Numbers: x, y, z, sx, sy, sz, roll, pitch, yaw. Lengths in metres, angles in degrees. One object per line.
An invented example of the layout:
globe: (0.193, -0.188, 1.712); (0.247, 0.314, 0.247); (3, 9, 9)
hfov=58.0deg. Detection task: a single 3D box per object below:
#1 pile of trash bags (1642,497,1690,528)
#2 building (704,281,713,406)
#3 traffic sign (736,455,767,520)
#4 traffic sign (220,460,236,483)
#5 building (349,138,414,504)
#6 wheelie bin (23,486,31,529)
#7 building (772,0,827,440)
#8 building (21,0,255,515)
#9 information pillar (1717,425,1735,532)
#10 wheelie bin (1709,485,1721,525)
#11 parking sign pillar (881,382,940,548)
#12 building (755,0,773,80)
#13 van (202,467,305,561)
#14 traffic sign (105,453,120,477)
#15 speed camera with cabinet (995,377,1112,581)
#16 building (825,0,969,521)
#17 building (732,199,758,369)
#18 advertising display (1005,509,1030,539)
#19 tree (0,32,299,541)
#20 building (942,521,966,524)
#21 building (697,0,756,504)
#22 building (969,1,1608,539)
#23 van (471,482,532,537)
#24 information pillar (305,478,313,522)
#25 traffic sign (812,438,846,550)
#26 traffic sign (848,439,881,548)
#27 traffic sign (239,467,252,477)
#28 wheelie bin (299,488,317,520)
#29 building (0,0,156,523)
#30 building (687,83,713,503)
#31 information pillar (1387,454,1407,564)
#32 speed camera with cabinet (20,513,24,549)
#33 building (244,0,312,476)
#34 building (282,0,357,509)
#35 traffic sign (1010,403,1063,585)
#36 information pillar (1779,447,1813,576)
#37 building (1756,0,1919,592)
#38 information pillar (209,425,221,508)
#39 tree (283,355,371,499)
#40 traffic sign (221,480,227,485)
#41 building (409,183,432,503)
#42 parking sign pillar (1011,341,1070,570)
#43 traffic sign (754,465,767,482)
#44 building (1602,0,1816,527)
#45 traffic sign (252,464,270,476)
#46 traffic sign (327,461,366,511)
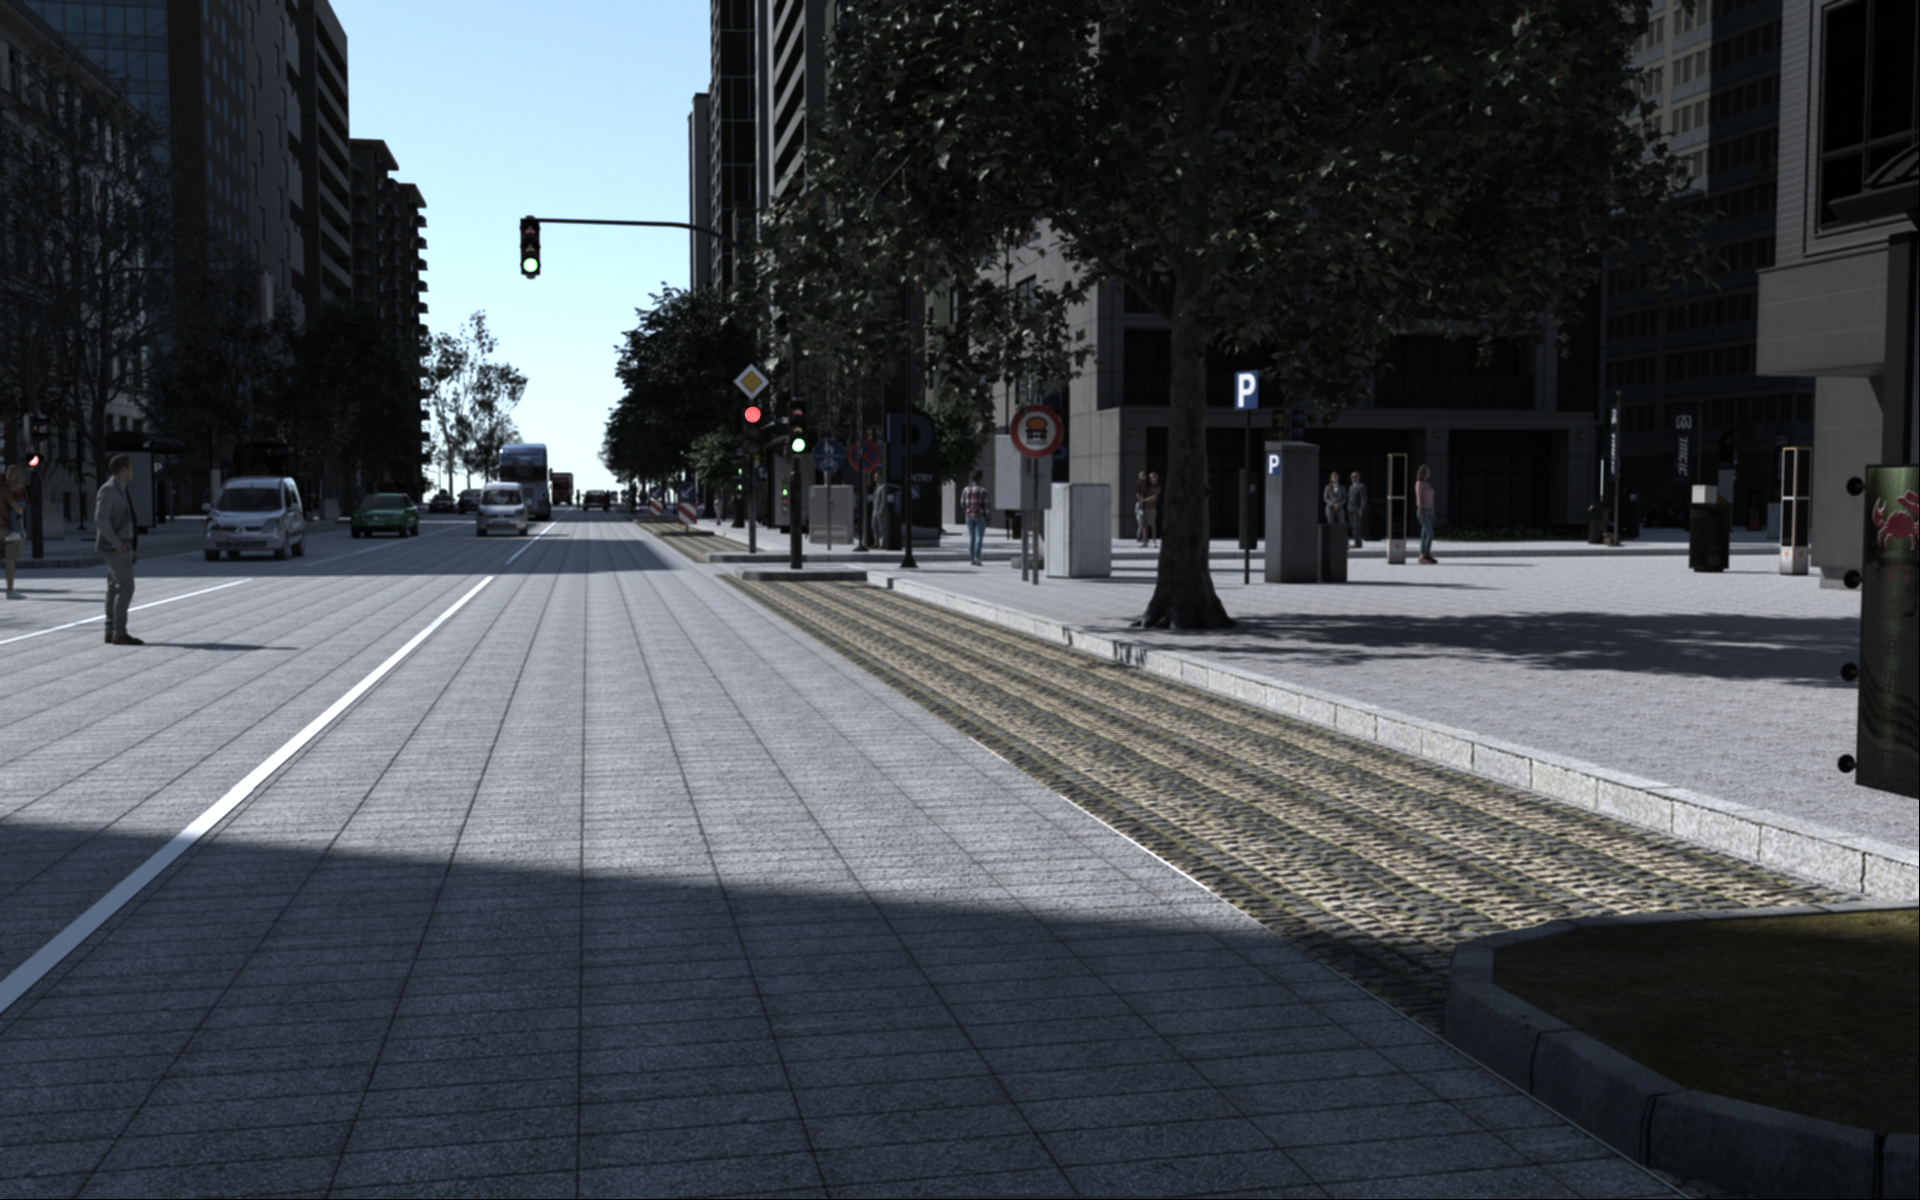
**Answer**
pile of trash bags: (27.519, -3.437, 65.955); (3.447, 1.369, 1.912); (-3, 5, -44)
building: (-28.069, -28.423, 236.413); (14.160, 30.474, 14.107); (-1, 4, -12)
traffic sign: (-9.160, -5.208, 79.024); (2.265, 3.308, 0.079); (0, 4, -7)
traffic sign: (-27.126, -3.905, 63.949); (0.768, 2.556, 0.104); (0, 4, -3)
building: (-79.048, -33.791, 207.112); (22.147, 44.769, 28.867); (-1, 4, -12)
wheelie bin: (-34.638, -3.455, 64.397); (0.693, 1.594, 0.980); (2, 4, 29)
building: (-2.101, -30.878, 128.563); (21.300, 48.544, 21.600); (-1, 4, -12)
building: (-54.039, -28.148, 110.330); (14.600, 45.320, 14.200); (-1, 4, -12)
information pillar: (25.946, -4.115, 58.641); (0.504, 3.616, 0.183); (3, 5, 42)
wheelie bin: (27.266, -3.340, 62.523); (0.693, 1.594, 0.980); (-1, 4, -17)
parking sign pillar: (-1.203, -3.272, 41.962); (1.447, 3.967, 1.447); (-1, 4, -15)
building: (-7.376, -37.343, 152.554); (21.231, 58.520, 28.212); (-1, 4, -12)
van: (-15.689, -1.930, 38.570); (2.013, 2.044, 4.112); (-1, 4, -14)
traffic sign: (-26.020, -3.262, 53.440); (0.768, 2.556, 0.104); (0, 4, -3)
speed camera with cabinet: (1.431, -1.948, 26.193); (2.038, 3.252, 0.660); (-3, 5, -44)
building: (-1.140, -20.172, 101.511); (14.160, 30.474, 14.107); (-1, 4, -12)
building: (-15.798, -24.557, 173.209); (14.160, 30.474, 14.107); (-1, 4, -12)
advertising display: (1.640, -2.694, 49.264); (0.123, 1.923, 0.974); (3, 5, 41)
tree: (-23.677, -8.370, 47.216); (12.009, 13.543, 11.850); (0, 3, 0)
building: (5.226, -18.875, 80.305); (14.160, 30.474, 14.107); (-1, 4, -12)
building: (-22.505, -47.726, 218.576); (20.563, 71.187, 20.611); (-1, 4, -12)
building: (12.431, -37.964, 58.957); (20.611, 71.187, 20.563); (-1, 4, -12)
van: (-15.793, -3.227, 59.778); (2.013, 2.044, 4.112); (-1, 4, -13)
information pillar: (-30.024, -4.614, 79.934); (0.304, 2.012, 0.304); (-1, 4, -19)
traffic sign: (-2.993, -2.413, 39.559); (0.768, 2.556, 0.104); (0, 4, -5)
traffic sign: (-2.234, -2.472, 40.531); (0.768, 2.556, 0.104); (0, 4, -8)
traffic sign: (-30.716, -4.565, 74.648); (0.884, 2.594, 0.081); (-1, 4, -11)
wheelie bin: (-32.921, -4.856, 87.307); (0.980, 1.594, 0.693); (-1, 4, -20)
building: (-47.495, -14.900, 76.903); (16.112, 22.955, 30.059); (-1, 4, -12)
building: (-29.456, -43.722, 256.860); (21.231, 58.520, 28.212); (-1, 4, -12)
information pillar: (7.988, -1.662, 31.667); (0.304, 2.012, 0.304); (0, 4, 6)
speed camera with cabinet: (-22.374, -2.748, 39.267); (2.038, 3.252, 0.660); (0, 4, 6)
building: (-65.166, -33.055, 129.696); (28.713, 52.752, 27.495); (-1, 4, -12)
building: (-66.939, -32.482, 154.784); (21.300, 48.544, 21.600); (-1, 4, -12)
traffic sign: (1.070, -1.488, 24.429); (0.768, 2.556, 0.104); (-1, 4, -8)
information pillar: (13.183, -1.396, 27.322); (0.304, 2.012, 0.304); (-1, 4, -15)
building: (20.017, -11.639, 9.368); (14.314, 24.678, 30.058); (-1, 4, -12)
information pillar: (-25.282, -4.125, 58.791); (0.183, 3.616, 0.504); (1, 4, 10)
tree: (-32.800, -8.461, 88.698); (4.360, 8.622, 3.978); (0, 3, 0)
traffic sign: (-31.208, -4.481, 73.365); (0.768, 2.556, 0.104); (0, 4, -5)
building: (-84.286, -35.525, 235.459); (22.147, 44.769, 28.867); (-1, 4, -12)
parking sign pillar: (1.609, -2.537, 29.956); (1.447, 3.967, 1.447); (0, 4, -4)
traffic sign: (-8.701, -4.662, 76.337); (0.768, 2.556, 0.104); (0, 4, -5)
building: (40.833, -23.246, 71.955); (23.993, 40.220, 32.217); (-1, 4, -12)
traffic sign: (-30.094, -4.555, 74.576); (0.768, 2.556, 0.104); (0, 4, -4)
traffic sign: (-37.938, -6.930, 107.175); (2.265, 3.308, 0.079); (-1, 4, -8)
